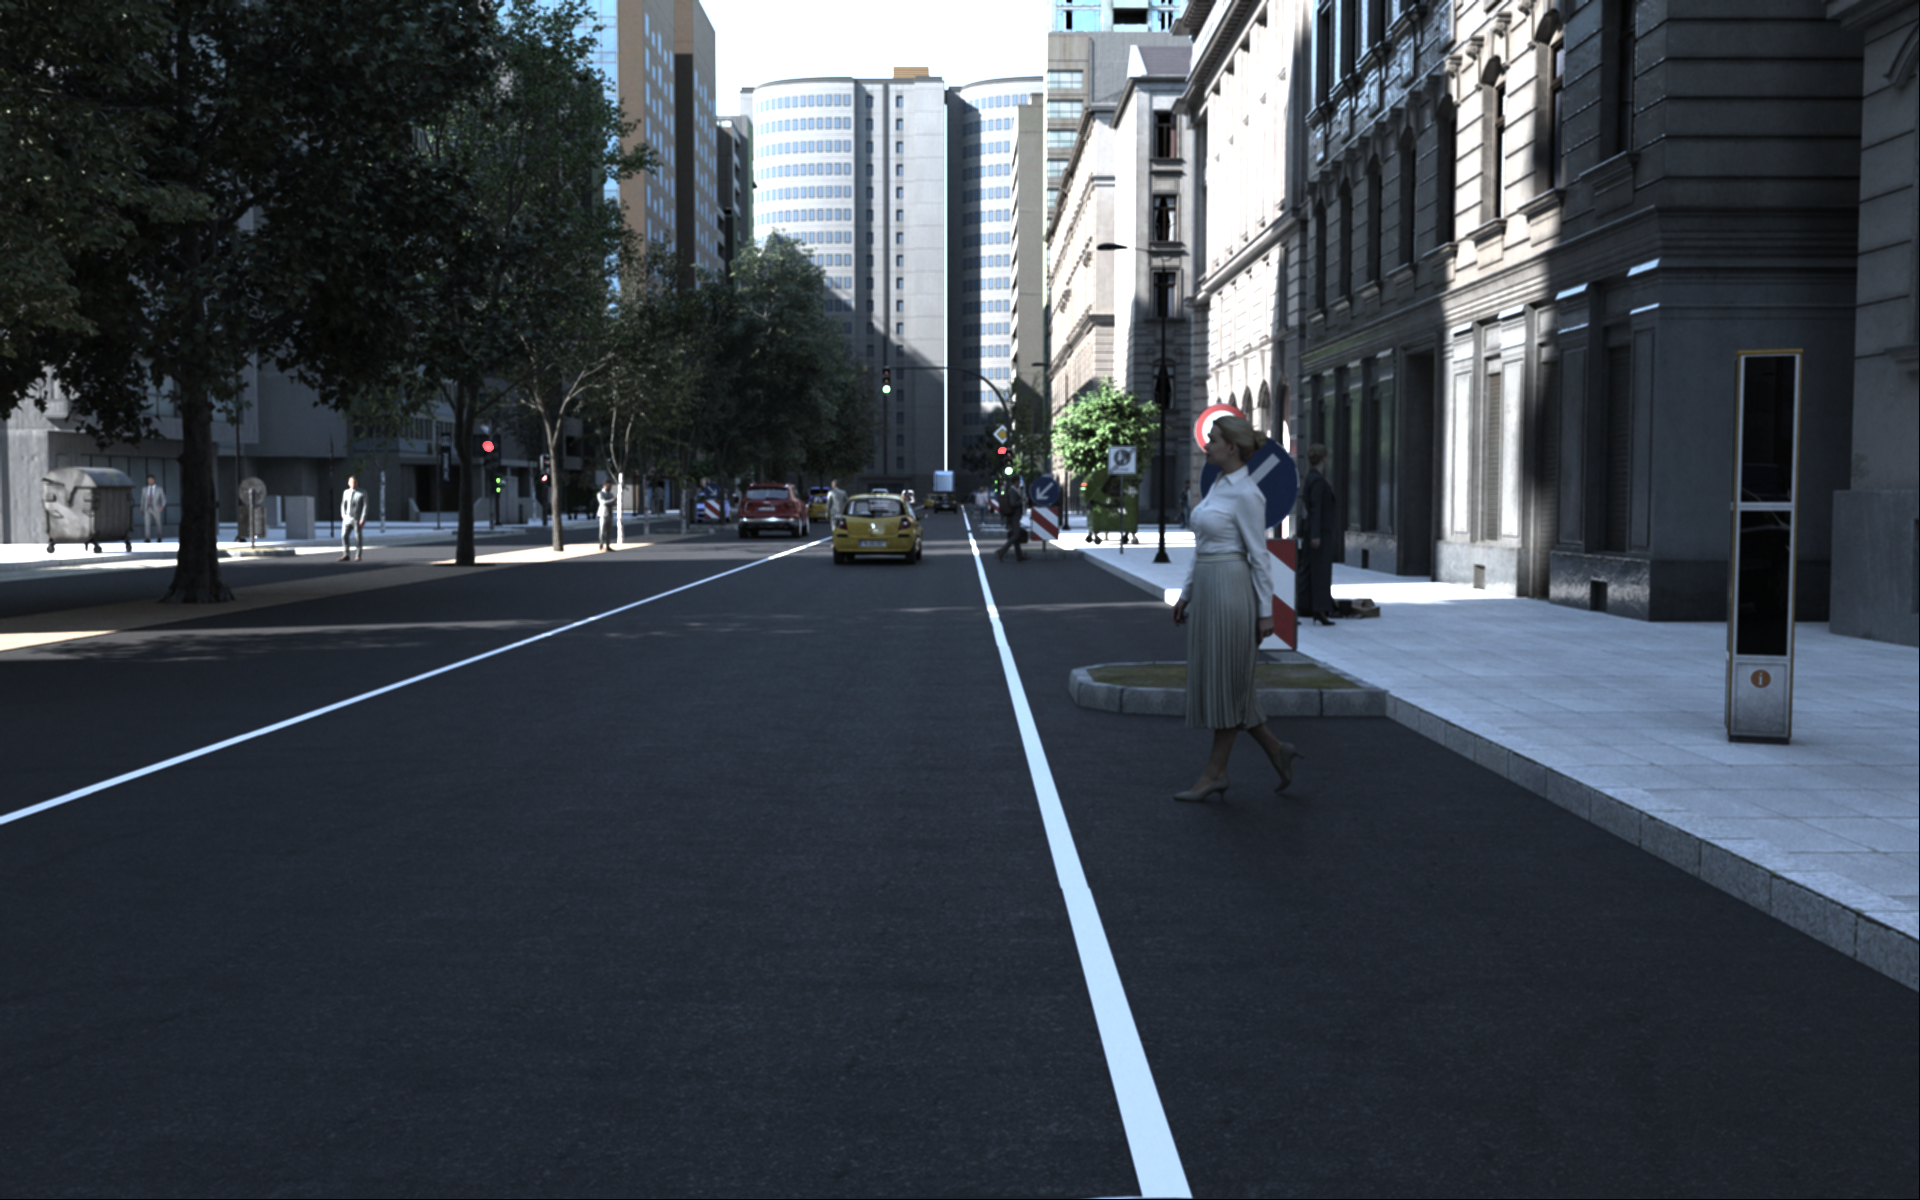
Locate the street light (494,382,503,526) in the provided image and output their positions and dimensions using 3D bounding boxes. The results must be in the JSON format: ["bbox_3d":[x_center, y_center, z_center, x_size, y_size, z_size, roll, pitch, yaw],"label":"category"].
[{"bbox_3d":[-18.137,-5.951,69.833,1.470,5.913,1.316,0,3,0],"label":"street light"}]

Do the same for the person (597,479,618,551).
[{"bbox_3d":[-8.777,-2.114,43.238,0.466,1.800,0.511,1,4,16],"label":"person"}]

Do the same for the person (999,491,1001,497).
[{"bbox_3d":[3.794,-9.736,165.940,0.721,1.743,1.217,0,4,-1],"label":"person"}]

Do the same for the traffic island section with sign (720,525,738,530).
[{"bbox_3d":[-9.877,-3.768,69.738,2.006,1.907,1.989,0,3,0],"label":"traffic island section with sign"}]

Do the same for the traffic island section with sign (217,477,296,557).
[{"bbox_3d":[-16.458,-1.907,39.813,1.989,1.847,2.006,0,3,0],"label":"traffic island section with sign"}]

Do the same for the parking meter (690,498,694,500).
[{"bbox_3d":[-18.602,-6.979,119.817,0.399,1.863,0.255,3,4,37],"label":"parking meter"}]

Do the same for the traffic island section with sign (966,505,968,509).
[{"bbox_3d":[1.694,-9.982,171.838,1.989,1.847,2.006,0,3,0],"label":"traffic island section with sign"}]

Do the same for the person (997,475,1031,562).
[{"bbox_3d":[1.122,-1.738,36.884,0.822,1.834,0.622,-1,4,-17],"label":"person"}]

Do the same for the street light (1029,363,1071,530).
[{"bbox_3d":[3.232,-5.432,61.350,1.470,5.913,1.316,0,3,0],"label":"street light"}]

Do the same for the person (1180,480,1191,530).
[{"bbox_3d":[8.181,-3.401,62.001,0.623,1.781,0.721,-1,4,-23],"label":"person"}]

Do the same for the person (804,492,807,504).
[{"bbox_3d":[-19.535,-12.937,218.006,0.683,1.767,0.568,-1,4,-13],"label":"person"}]

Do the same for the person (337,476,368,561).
[{"bbox_3d":[-13.040,-1.752,37.248,0.635,1.810,0.391,0,4,3],"label":"person"}]

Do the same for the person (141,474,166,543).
[{"bbox_3d":[-21.069,-2.380,45.228,0.678,1.792,0.850,-1,4,-10],"label":"person"}]

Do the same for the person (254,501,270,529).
[{"bbox_3d":[-24.873,-3.372,61.359,0.728,1.800,0.709,-1,4,-22],"label":"person"}]

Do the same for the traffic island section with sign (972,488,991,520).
[{"bbox_3d":[1.730,-5.314,95.513,1.989,1.847,2.006,0,3,0],"label":"traffic island section with sign"}]

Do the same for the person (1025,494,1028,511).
[{"bbox_3d":[4.999,-7.428,131.744,0.306,1.304,0.590,0,4,-7],"label":"person"}]

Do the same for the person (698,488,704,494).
[{"bbox_3d":[-19.843,-7.684,132.070,0.834,1.777,0.661,1,4,21],"label":"person"}]

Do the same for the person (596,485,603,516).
[{"bbox_3d":[-21.330,-5.923,102.740,0.638,1.841,0.748,-1,4,-21],"label":"person"}]

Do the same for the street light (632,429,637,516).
[{"bbox_3d":[-18.211,-7.773,99.634,1.470,5.913,1.316,0,3,0],"label":"street light"}]

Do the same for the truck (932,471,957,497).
[{"bbox_3d":[-1.891,-12.471,193.652,2.967,4.110,18.799,0,4,1],"label":"truck"}]

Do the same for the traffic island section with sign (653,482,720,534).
[{"bbox_3d":[-9.882,-3.315,62.330,2.006,1.907,1.989,0,3,0],"label":"traffic island section with sign"}]

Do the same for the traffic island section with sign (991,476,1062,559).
[{"bbox_3d":[1.766,-1.863,39.092,1.989,1.847,2.006,0,3,0],"label":"traffic island section with sign"}]

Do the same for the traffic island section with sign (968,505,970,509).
[{"bbox_3d":[1.710,-6.963,122.468,1.989,1.847,2.006,0,3,0],"label":"traffic island section with sign"}]

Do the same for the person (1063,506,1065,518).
[{"bbox_3d":[5.404,-5.332,94.220,0.512,1.701,0.522,-3,5,-40],"label":"person"}]

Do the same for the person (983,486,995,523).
[{"bbox_3d":[1.277,-4.731,85.966,0.853,1.813,0.709,3,5,44],"label":"person"}]

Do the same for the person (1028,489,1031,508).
[{"bbox_3d":[6.356,-9.063,154.669,0.568,1.767,0.683,1,4,17],"label":"person"}]

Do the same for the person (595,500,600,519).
[{"bbox_3d":[-18.751,-4.751,89.228,1.012,1.151,0.738,0,4,-2],"label":"person"}]

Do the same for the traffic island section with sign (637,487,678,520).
[{"bbox_3d":[-16.498,-5.263,94.681,1.989,1.847,2.006,0,3,0],"label":"traffic island section with sign"}]

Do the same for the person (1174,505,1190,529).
[{"bbox_3d":[8.860,-3.258,67.259,1.012,1.151,0.738,1,4,13],"label":"person"}]

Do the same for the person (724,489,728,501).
[{"bbox_3d":[-16.245,-6.802,120.117,0.834,1.777,0.661,3,4,38],"label":"person"}]

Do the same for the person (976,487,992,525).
[{"bbox_3d":[1.019,-3.993,74.451,0.731,1.740,0.598,0,4,8],"label":"person"}]

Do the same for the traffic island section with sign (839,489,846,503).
[{"bbox_3d":[-9.932,-8.363,144.876,2.006,1.907,1.989,0,3,0],"label":"traffic island section with sign"}]

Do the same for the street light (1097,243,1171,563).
[{"bbox_3d":[3.234,-3.651,32.238,1.470,5.913,1.316,0,3,0],"label":"street light"}]

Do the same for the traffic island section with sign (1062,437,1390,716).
[{"bbox_3d":[1.790,-0.215,12.137,1.989,1.847,2.006,0,3,0],"label":"traffic island section with sign"}]

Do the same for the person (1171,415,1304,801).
[{"bbox_3d":[1.314,0.036,8.142,0.641,1.798,0.478,0,4,-4],"label":"person"}]

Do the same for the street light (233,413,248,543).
[{"bbox_3d":[-18.327,-4.445,45.216,1.470,5.913,1.316,0,3,0],"label":"street light"}]

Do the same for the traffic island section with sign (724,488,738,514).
[{"bbox_3d":[-16.508,-6.912,121.636,1.989,1.847,2.006,0,3,0],"label":"traffic island section with sign"}]

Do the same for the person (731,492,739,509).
[{"bbox_3d":[-19.800,-8.742,152.170,0.799,1.438,0.628,0,4,-2],"label":"person"}]

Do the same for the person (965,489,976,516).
[{"bbox_3d":[0.703,-6.258,111.162,0.721,1.781,0.623,1,4,9],"label":"person"}]

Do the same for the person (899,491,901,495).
[{"bbox_3d":[-6.384,-10.857,186.726,0.721,1.735,1.217,0,4,3],"label":"person"}]

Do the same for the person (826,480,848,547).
[{"bbox_3d":[-3.313,-2.337,46.805,0.635,1.810,0.391,-2,4,-35],"label":"person"}]

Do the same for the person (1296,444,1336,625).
[{"bbox_3d":[3.445,-0.639,16.907,0.534,1.772,0.576,-1,4,-23],"label":"person"}]

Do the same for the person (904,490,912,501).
[{"bbox_3d":[-3.963,-7.653,133.982,0.716,1.782,0.532,2,4,35],"label":"person"}]
